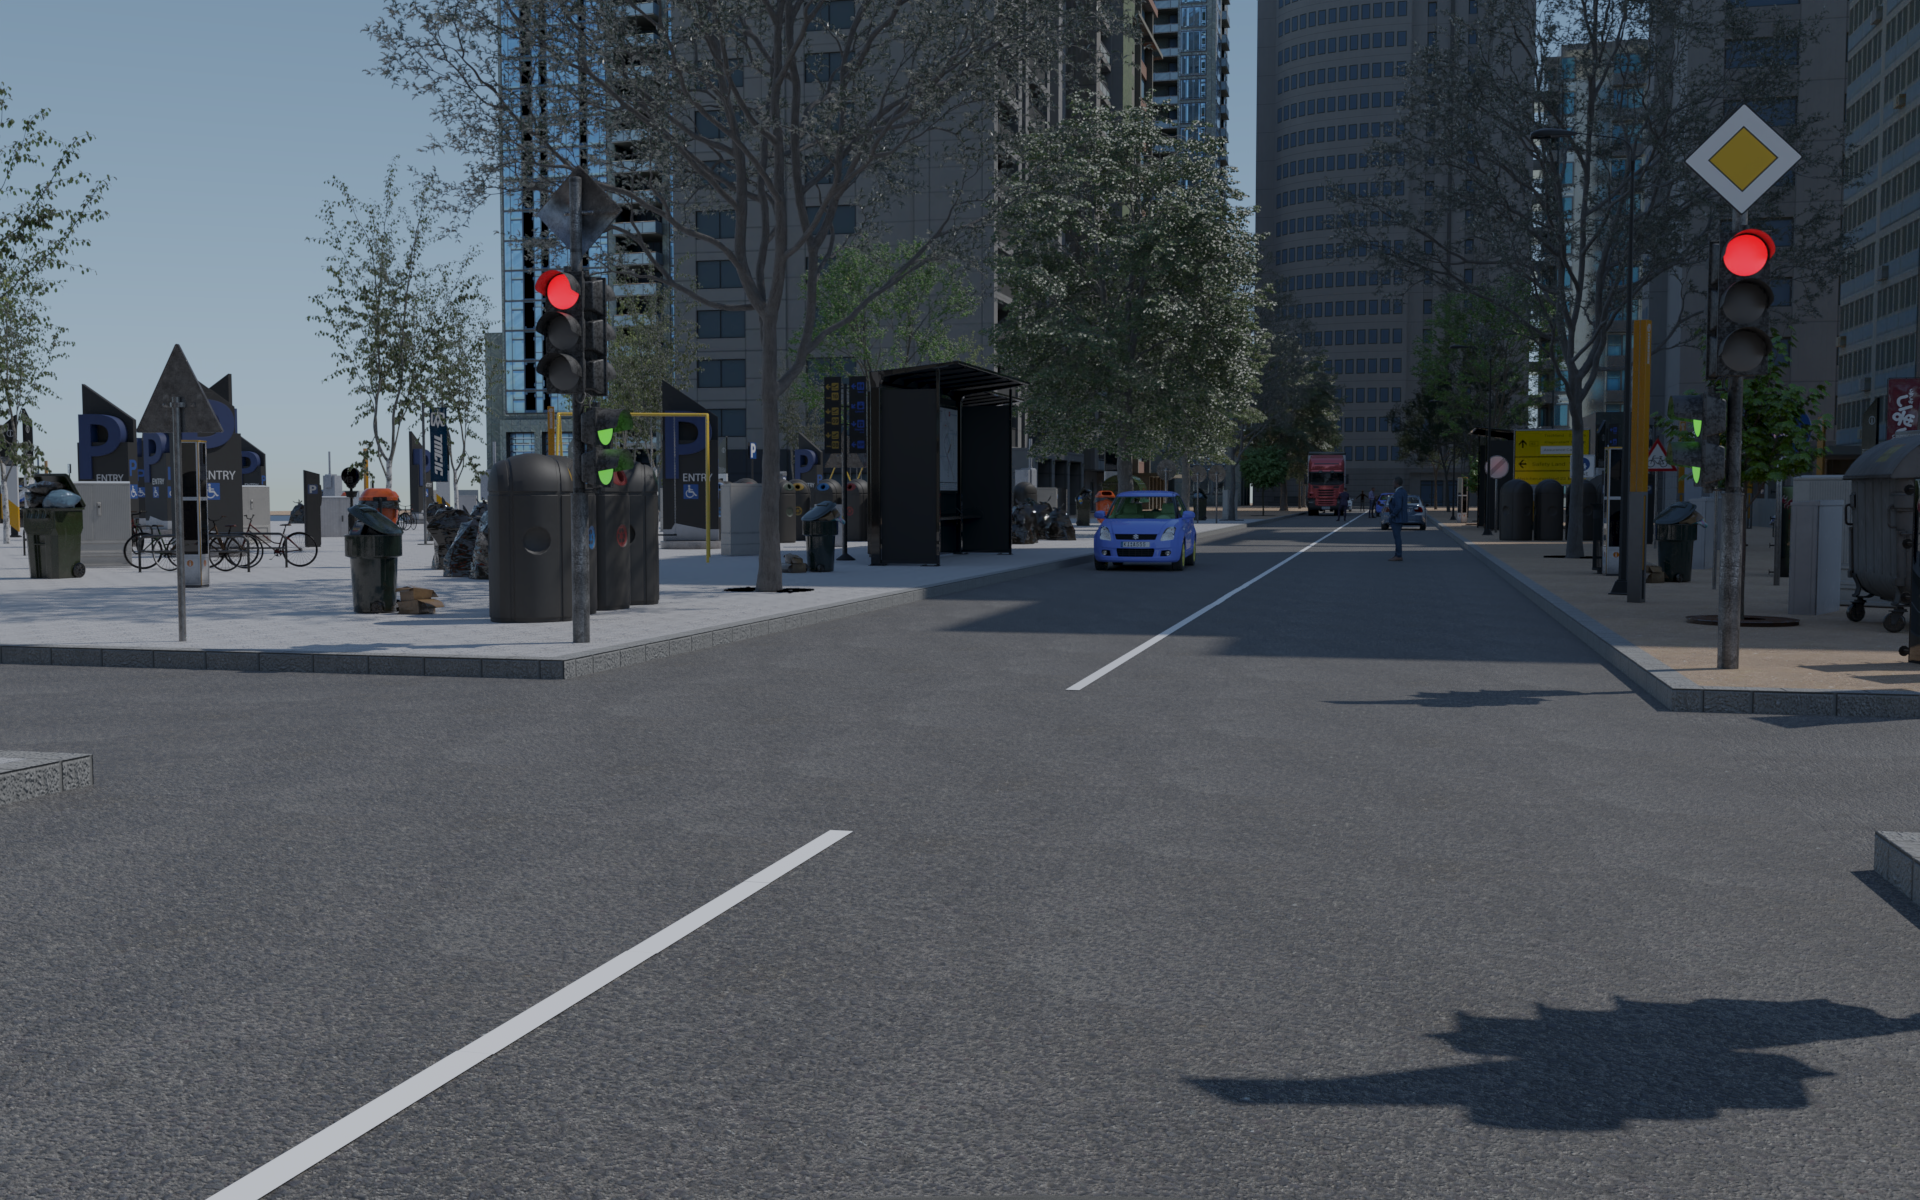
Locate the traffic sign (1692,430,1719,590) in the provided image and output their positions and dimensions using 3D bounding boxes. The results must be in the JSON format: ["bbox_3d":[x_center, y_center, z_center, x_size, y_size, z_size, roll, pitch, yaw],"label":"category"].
[{"bbox_3d":[10.137,-1.348,23.218,0.795,2.450,0.064,1,4,20],"label":"traffic sign"}]

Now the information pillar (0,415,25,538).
[{"bbox_3d":[-28.018,-3.652,51.068,0.504,3.616,0.183,0,4,-7],"label":"information pillar"}]

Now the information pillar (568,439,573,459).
[{"bbox_3d":[-15.613,-4.799,69.819,0.504,3.616,0.183,3,5,43],"label":"information pillar"}]

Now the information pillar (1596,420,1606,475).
[{"bbox_3d":[20.295,-3.887,54.907,0.183,3.616,0.504,3,5,44],"label":"information pillar"}]

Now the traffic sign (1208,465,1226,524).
[{"bbox_3d":[11.174,-4.604,75.377,0.768,2.556,0.104,1,4,17],"label":"traffic sign"}]

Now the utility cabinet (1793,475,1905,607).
[{"bbox_3d":[10.181,-0.683,19.840,0.318,1.500,1.173,-3,5,-42],"label":"utility cabinet"}]

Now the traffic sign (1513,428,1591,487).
[{"bbox_3d":[18.474,-3.685,54.123,2.265,3.308,0.079,1,4,21],"label":"traffic sign"}]

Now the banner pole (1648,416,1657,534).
[{"bbox_3d":[21.979,-3.980,55.097,0.401,3.779,0.863,3,5,44],"label":"banner pole"}]

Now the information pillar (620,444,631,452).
[{"bbox_3d":[-15.189,-5.336,78.598,0.504,3.616,0.183,0,4,-6],"label":"information pillar"}]

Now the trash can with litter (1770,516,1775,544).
[{"bbox_3d":[13.249,-0.958,27.054,1.055,1.170,0.624,1,4,17],"label":"trash can with litter"}]

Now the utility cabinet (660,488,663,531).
[{"bbox_3d":[-9.930,-3.086,59.134,0.318,1.500,1.173,0,4,8],"label":"utility cabinet"}]

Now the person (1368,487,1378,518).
[{"bbox_3d":[24.611,-5.785,102.959,0.599,1.838,0.709,3,4,37],"label":"person"}]

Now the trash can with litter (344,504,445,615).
[{"bbox_3d":[-6.089,-0.447,18.702,1.055,1.170,0.624,1,4,14],"label":"trash can with litter"}]

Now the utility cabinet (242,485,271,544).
[{"bbox_3d":[-18.165,-2.163,44.045,0.318,1.500,1.173,3,5,40],"label":"utility cabinet"}]

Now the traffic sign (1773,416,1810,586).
[{"bbox_3d":[11.452,-1.474,24.213,0.768,2.556,0.104,1,4,23],"label":"traffic sign"}]

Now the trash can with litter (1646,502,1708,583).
[{"bbox_3d":[10.257,-0.839,25.108,1.055,1.170,0.624,-2,4,-30],"label":"trash can with litter"}]

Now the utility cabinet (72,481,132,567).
[{"bbox_3d":[-15.042,-1.308,30.068,1.173,1.500,0.318,-2,4,-25],"label":"utility cabinet"}]

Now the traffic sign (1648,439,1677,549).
[{"bbox_3d":[16.352,-2.488,40.676,0.884,2.594,0.081,1,4,16],"label":"traffic sign"}]

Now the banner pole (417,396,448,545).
[{"bbox_3d":[-13.331,-3.290,43.805,0.863,3.779,0.401,-3,5,-40],"label":"banner pole"}]

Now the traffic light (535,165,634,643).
[{"bbox_3d":[-3.256,-1.586,14.846,0.839,4.253,0.868,1,4,14],"label":"traffic light"}]

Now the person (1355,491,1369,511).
[{"bbox_3d":[33.335,-8.199,143.374,1.217,1.723,0.721,1,4,21],"label":"person"}]

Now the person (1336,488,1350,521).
[{"bbox_3d":[20.212,-5.048,91.478,0.683,1.767,0.568,0,4,2],"label":"person"}]

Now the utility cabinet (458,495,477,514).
[{"bbox_3d":[-23.527,-4.358,82.422,1.020,1.237,0.306,-1,4,-9],"label":"utility cabinet"}]

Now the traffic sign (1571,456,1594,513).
[{"bbox_3d":[16.256,-2.639,45.277,0.606,2.300,0.079,1,4,16],"label":"traffic sign"}]

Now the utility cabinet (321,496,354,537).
[{"bbox_3d":[-18.600,-2.472,51.584,1.020,1.237,0.306,-1,4,-21],"label":"utility cabinet"}]

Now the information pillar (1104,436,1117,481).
[{"bbox_3d":[5.473,-4.380,62.964,0.504,3.616,0.183,-1,4,-13],"label":"information pillar"}]

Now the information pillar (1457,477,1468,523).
[{"bbox_3d":[22.029,-4.370,75.946,0.304,2.012,0.304,-2,4,-24],"label":"information pillar"}]

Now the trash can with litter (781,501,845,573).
[{"bbox_3d":[-2.448,-1.038,28.357,1.055,1.170,0.624,-3,5,-42],"label":"trash can with litter"}]

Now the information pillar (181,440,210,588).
[{"bbox_3d":[-10.506,-1.176,23.723,0.304,2.012,0.304,0,4,-3],"label":"information pillar"}]

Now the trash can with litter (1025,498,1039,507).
[{"bbox_3d":[2.420,-2.461,51.628,1.055,1.170,0.624,2,4,28],"label":"trash can with litter"}]

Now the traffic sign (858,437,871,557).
[{"bbox_3d":[-1.821,-2.147,35.114,0.884,2.594,0.081,2,4,24],"label":"traffic sign"}]

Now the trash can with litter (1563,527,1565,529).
[{"bbox_3d":[21.598,-2.999,60.422,1.055,1.170,0.624,-2,4,-29],"label":"trash can with litter"}]

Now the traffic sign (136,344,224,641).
[{"bbox_3d":[-6.774,-0.918,15.018,0.884,2.594,0.081,1,4,16],"label":"traffic sign"}]

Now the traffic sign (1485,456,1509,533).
[{"bbox_3d":[17.785,-3.506,57.423,0.768,2.556,0.104,1,4,22],"label":"traffic sign"}]

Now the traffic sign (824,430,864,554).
[{"bbox_3d":[-2.356,-2.142,35.029,0.884,2.594,0.081,1,4,21],"label":"traffic sign"}]

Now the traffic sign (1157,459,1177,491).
[{"bbox_3d":[7.582,-3.890,63.708,0.768,2.556,0.104,2,4,24],"label":"traffic sign"}]

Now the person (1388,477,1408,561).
[{"bbox_3d":[9.380,-1.737,37.082,0.419,1.800,0.721,1,4,19],"label":"person"}]

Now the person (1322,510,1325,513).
[{"bbox_3d":[27.293,-7.432,130.021,0.705,1.824,1.348,1,4,22],"label":"person"}]

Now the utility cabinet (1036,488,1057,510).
[{"bbox_3d":[2.681,-3.081,59.057,1.173,1.500,0.318,-1,4,-12],"label":"utility cabinet"}]

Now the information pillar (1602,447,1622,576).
[{"bbox_3d":[10.262,-1.384,27.124,0.304,2.012,0.304,1,4,10],"label":"information pillar"}]

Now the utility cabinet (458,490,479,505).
[{"bbox_3d":[-25.438,-4.932,89.309,1.173,1.500,0.318,-1,4,-15],"label":"utility cabinet"}]

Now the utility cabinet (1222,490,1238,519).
[{"bbox_3d":[13.604,-4.809,87.309,0.318,1.500,1.173,2,4,33],"label":"utility cabinet"}]

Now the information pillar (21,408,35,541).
[{"bbox_3d":[-25.530,-3.433,47.486,0.183,3.616,0.504,0,4,-6],"label":"information pillar"}]

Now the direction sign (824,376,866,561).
[{"bbox_3d":[-2.211,-2.533,33.412,0.876,3.537,0.379,1,4,21],"label":"direction sign"}]

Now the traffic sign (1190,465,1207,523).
[{"bbox_3d":[10.481,-4.662,76.327,0.768,2.556,0.104,1,4,17],"label":"traffic sign"}]

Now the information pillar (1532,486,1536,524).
[{"bbox_3d":[20.584,-4.341,62.325,0.504,3.616,0.183,-2,4,-33],"label":"information pillar"}]

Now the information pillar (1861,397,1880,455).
[{"bbox_3d":[22.096,-3.102,42.071,0.183,3.616,0.504,-1,4,-12],"label":"information pillar"}]

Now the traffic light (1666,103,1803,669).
[{"bbox_3d":[5.633,-1.450,12.633,0.839,4.253,0.868,1,4,14],"label":"traffic light"}]

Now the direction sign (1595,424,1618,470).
[{"bbox_3d":[20.878,-3.914,55.985,0.379,3.537,0.876,-2,4,-29],"label":"direction sign"}]

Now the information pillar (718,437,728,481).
[{"bbox_3d":[-9.652,-4.850,70.645,0.504,3.616,0.183,3,5,39],"label":"information pillar"}]

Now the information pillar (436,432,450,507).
[{"bbox_3d":[-18.235,-4.268,61.131,0.504,3.616,0.183,-1,4,-12],"label":"information pillar"}]

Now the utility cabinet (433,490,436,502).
[{"bbox_3d":[-25.388,-4.593,83.782,1.173,1.500,0.318,-3,5,-44],"label":"utility cabinet"}]

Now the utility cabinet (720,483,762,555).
[{"bbox_3d":[-4.474,-1.679,36.124,0.318,1.500,1.173,3,4,38],"label":"utility cabinet"}]
